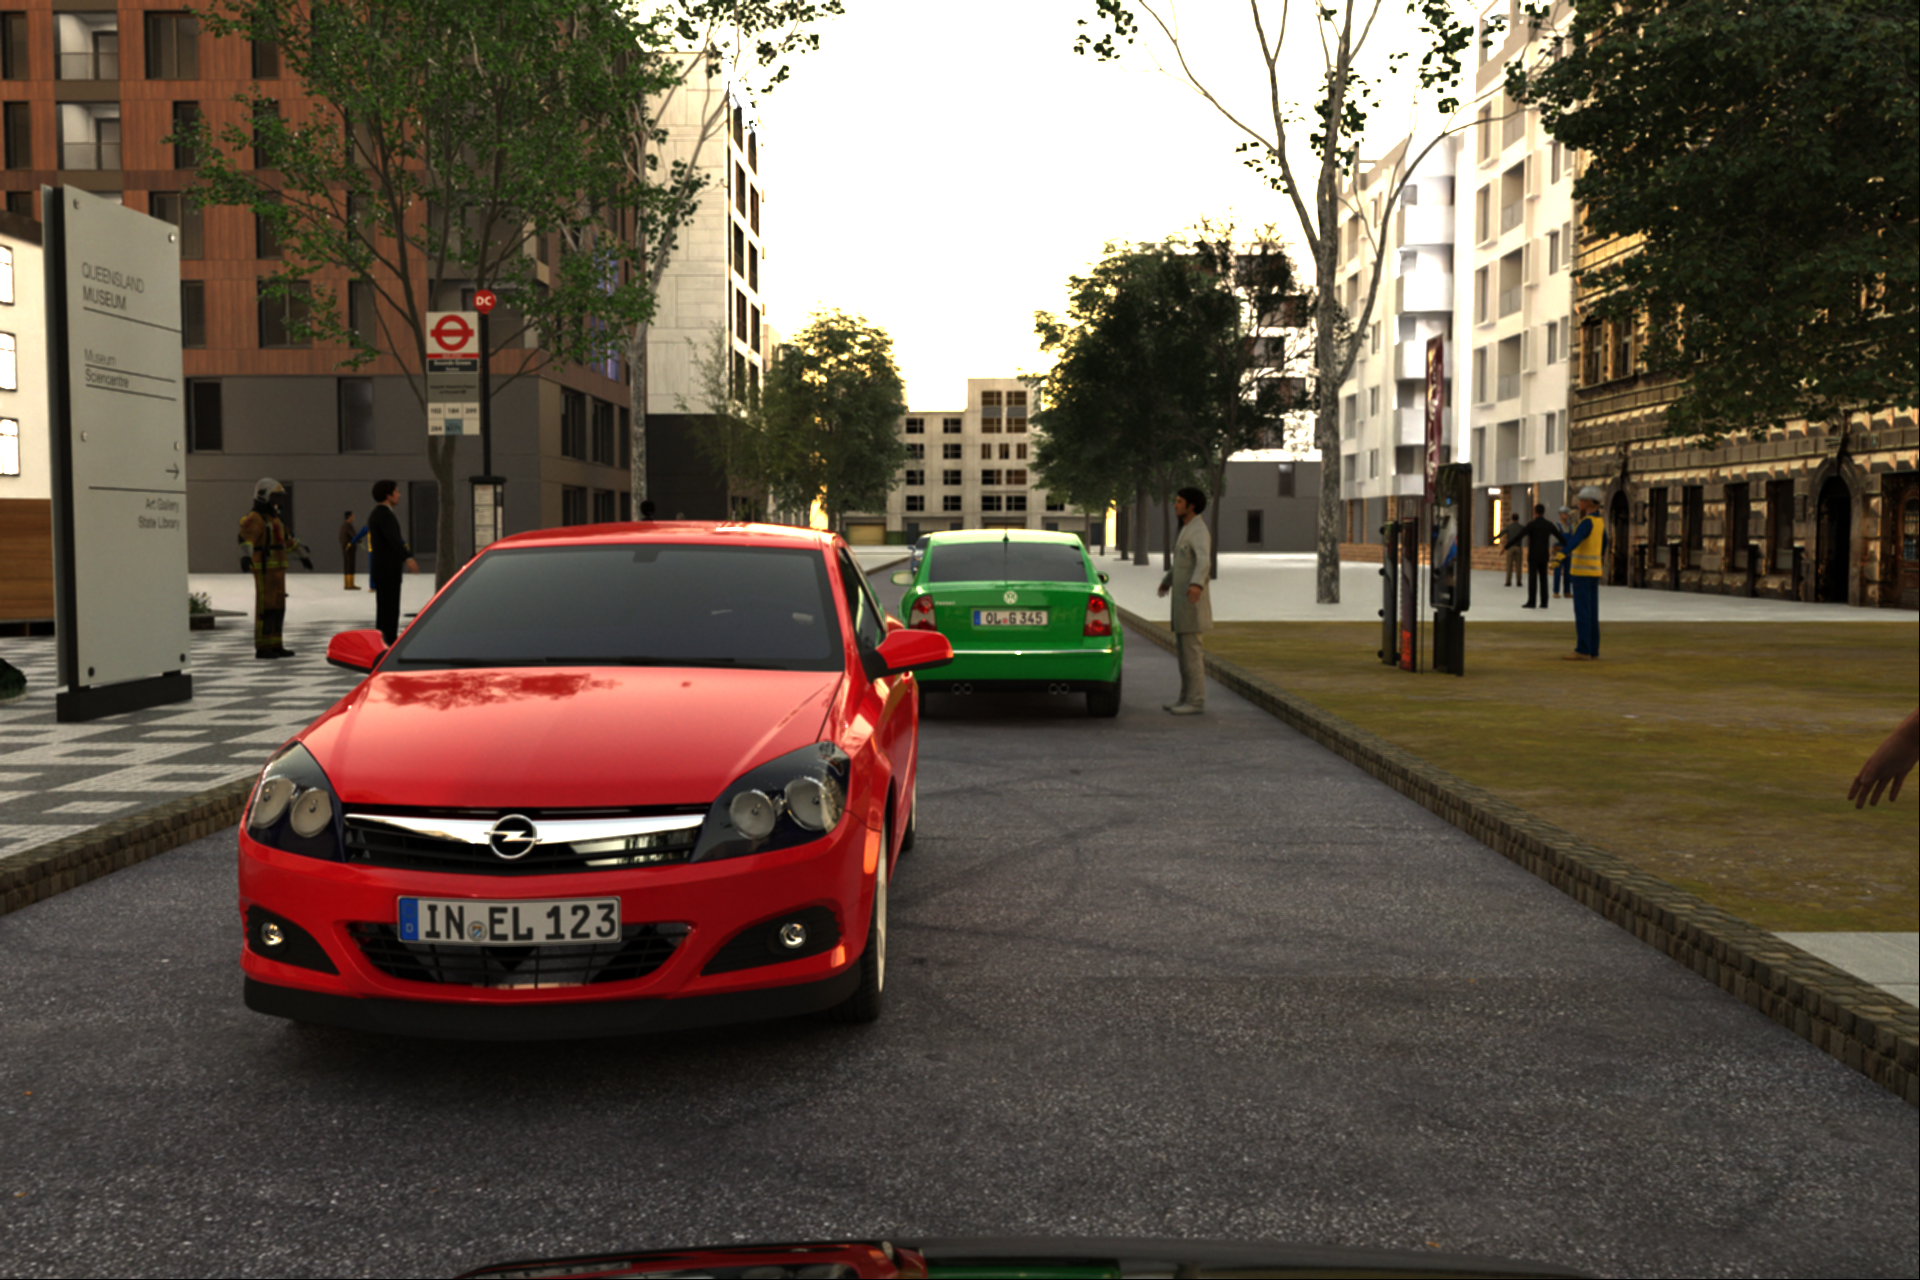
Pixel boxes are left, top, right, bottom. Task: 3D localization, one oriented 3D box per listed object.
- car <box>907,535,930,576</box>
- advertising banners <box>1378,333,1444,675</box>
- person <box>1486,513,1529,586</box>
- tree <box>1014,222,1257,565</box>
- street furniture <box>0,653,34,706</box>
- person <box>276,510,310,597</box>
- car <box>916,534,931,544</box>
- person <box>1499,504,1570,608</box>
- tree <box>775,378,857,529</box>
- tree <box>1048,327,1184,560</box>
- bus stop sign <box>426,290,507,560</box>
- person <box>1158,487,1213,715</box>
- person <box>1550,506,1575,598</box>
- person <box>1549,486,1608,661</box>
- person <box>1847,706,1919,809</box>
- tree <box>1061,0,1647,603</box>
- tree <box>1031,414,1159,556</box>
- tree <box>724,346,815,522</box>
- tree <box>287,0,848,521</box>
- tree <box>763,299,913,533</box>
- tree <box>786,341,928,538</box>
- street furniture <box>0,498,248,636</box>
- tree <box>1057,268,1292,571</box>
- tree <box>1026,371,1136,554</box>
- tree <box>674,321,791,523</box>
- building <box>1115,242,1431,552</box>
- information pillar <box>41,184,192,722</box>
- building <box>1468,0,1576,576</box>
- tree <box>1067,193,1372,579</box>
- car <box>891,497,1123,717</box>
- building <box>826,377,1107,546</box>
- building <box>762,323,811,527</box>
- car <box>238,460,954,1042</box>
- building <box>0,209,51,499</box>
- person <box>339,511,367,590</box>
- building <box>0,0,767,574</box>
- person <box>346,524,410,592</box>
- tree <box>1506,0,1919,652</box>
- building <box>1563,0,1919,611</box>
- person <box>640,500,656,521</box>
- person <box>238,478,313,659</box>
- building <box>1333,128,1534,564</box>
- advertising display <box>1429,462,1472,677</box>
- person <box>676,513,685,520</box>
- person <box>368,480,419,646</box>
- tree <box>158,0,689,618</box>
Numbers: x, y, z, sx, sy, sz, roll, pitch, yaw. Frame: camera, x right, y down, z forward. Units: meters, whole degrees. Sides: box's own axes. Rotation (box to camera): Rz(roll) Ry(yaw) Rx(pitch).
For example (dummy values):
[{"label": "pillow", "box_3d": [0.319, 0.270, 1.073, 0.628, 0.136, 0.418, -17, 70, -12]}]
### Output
[{"label": "car", "box_3d": [-0.735, -2.809, 57.930, 2.014, 1.417, 4.499, 0, 4, 0]}, {"label": "advertising banners", "box_3d": [4.213, -1.225, 16.220, 0.090, 3.025, 2.074, 0, 4, 1]}, {"label": "person", "box_3d": [13.606, -2.216, 42.502, 1.348, 1.796, 0.705, 1, 4, 14]}, {"label": "tree", "box_3d": [7.345, -10.041, 70.829, 9.857, 13.997, 8.962, 0, 3, 0]}, {"label": "street furniture", "box_3d": [-10.443, 0.268, 11.247, 5.734, 0.657, 10.072, 1, 4, 14]}, {"label": "person", "box_3d": [-13.938, -1.803, 35.255, 1.354, 1.856, 0.705, 0, 4, 1]}, {"label": "car", "box_3d": [-1.199, -4.796, 88.635, 2.015, 1.641, 3.980, 0, 4, 1]}, {"label": "person", "box_3d": [10.012, -1.456, 30.028, 1.346, 1.802, 0.704, -1, 4, -13]}, {"label": "tree", "box_3d": [-7.245, -8.067, 82.255, 4.360, 8.622, 3.978, 0, 3, 0]}, {"label": "tree", "box_3d": [8.030, -9.722, 84.712, 9.928, 11.665, 9.643, 0, 3, 0]}, {"label": "bus stop sign", "box_3d": [-5.409, -1.854, 19.021, 0.855, 3.939, 0.416, 0, 4, 2]}, {"label": "person", "box_3d": [1.817, -0.322, 13.902, 0.705, 1.806, 1.347, 0, 4, -4]}, {"label": "person", "box_3d": [12.135, -1.770, 34.804, 1.347, 1.847, 0.705, -1, 4, -10]}, {"label": "person", "box_3d": [6.334, -0.688, 17.718, 0.721, 1.772, 1.216, 3, 5, 41]}, {"label": "person", "box_3d": [1.817, 0.359, 2.710, 0.704, 1.817, 1.347, 0, 4, 2]}, {"label": "tree", "box_3d": [5.856, -10.678, 30.468, 12.611, 20.169, 13.585, 0, 3, 0]}, {"label": "tree", "box_3d": [8.321, -10.201, 101.202, 8.767, 10.594, 7.601, 0, 4, 0]}, {"label": "tree", "box_3d": [-7.811, -7.237, 68.692, 4.737, 8.622, 4.395, 0, 3, 0]}, {"label": "tree", "box_3d": [-9.444, -11.460, 43.263, 12.611, 20.169, 13.585, 0, 3, 0]}, {"label": "tree", "box_3d": [-7.010, -11.562, 95.690, 9.857, 13.997, 8.962, 0, 3, 0]}, {"label": "tree", "box_3d": [-7.673, -12.219, 110.149, 12.009, 13.543, 11.850, 0, 3, 0]}, {"label": "street furniture", "box_3d": [-13.807, -1.070, 24.346, 9.812, 1.723, 11.010, -3, 5, -42]}, {"label": "tree", "box_3d": [7.292, -7.678, 59.952, 8.767, 10.594, 7.601, 1, 4, 14]}, {"label": "tree", "box_3d": [8.014, -11.726, 109.853, 7.486, 12.596, 7.792, 0, 3, 0]}, {"label": "tree", "box_3d": [-7.767, -6.700, 59.901, 4.360, 8.622, 3.978, 0, 3, 0]}, {"label": "building", "box_3d": [26.100, -17.964, 137.679, 27.936, 21.610, 32.646, 0, 4, 0]}, {"label": "information pillar", "box_3d": [-6.060, -1.297, 12.520, 0.184, 3.620, 1.656, 0, 4, 1]}, {"label": "building", "box_3d": [23.488, -12.497, 60.744, 16.016, 20.090, 11.380, 0, 4, 1]}, {"label": "tree", "box_3d": [7.071, -6.980, 48.530, 8.767, 10.594, 7.601, 1, 4, 10]}, {"label": "car", "box_3d": [0.361, -0.376, 14.942, 1.959, 1.807, 4.718, 0, 4, 0]}, {"label": "building", "box_3d": [1.120, -20.389, 202.268, 31.486, 18.905, 16.747, 0, 4, 3]}, {"label": "building", "box_3d": [-23.988, -18.027, 161.205, 16.747, 18.905, 31.486, 0, 4, 1]}, {"label": "car", "box_3d": [-1.095, 0.159, 6.435, 2.155, 1.783, 4.494, 0, 4, 0]}, {"label": "building", "box_3d": [-25.506, -5.597, 33.651, 9.099, 9.664, 28.070, 0, 3, 0]}, {"label": "person", "box_3d": [-14.061, -2.070, 39.983, 0.704, 1.812, 1.346, -3, 5, -40]}, {"label": "building", "box_3d": [-23.890, -13.927, 71.687, 27.936, 21.610, 32.646, 0, 4, 1]}, {"label": "person", "box_3d": [-12.871, -1.977, 38.299, 1.349, 1.833, 0.705, -1, 4, -16]}, {"label": "tree", "box_3d": [10.576, -6.818, 18.126, 9.857, 13.997, 8.962, 0, 3, 0]}, {"label": "building", "box_3d": [25.104, -12.539, 35.935, 19.493, 23.208, 18.063, 0, 4, 1]}, {"label": "person", "box_3d": [-4.260, -1.029, 23.547, 1.216, 1.740, 0.721, -1, 4, -19]}, {"label": "person", "box_3d": [-7.111, -0.742, 17.897, 0.705, 1.858, 1.354, 0, 4, 6]}, {"label": "building", "box_3d": [23.618, -13.976, 84.922, 16.016, 20.090, 11.380, 0, 4, 0]}, {"label": "advertising display", "box_3d": [4.519, -0.659, 15.982, 0.123, 1.923, 0.974, 0, 4, 1]}, {"label": "person", "box_3d": [-7.016, -2.283, 43.462, 1.348, 1.813, 0.705, -1, 4, -20]}, {"label": "person", "box_3d": [-5.542, -0.652, 16.853, 0.705, 1.806, 1.347, -2, 4, -31]}, {"label": "tree", "box_3d": [-7.952, -6.158, 26.439, 9.928, 11.665, 9.643, 0, 3, 0]}]
